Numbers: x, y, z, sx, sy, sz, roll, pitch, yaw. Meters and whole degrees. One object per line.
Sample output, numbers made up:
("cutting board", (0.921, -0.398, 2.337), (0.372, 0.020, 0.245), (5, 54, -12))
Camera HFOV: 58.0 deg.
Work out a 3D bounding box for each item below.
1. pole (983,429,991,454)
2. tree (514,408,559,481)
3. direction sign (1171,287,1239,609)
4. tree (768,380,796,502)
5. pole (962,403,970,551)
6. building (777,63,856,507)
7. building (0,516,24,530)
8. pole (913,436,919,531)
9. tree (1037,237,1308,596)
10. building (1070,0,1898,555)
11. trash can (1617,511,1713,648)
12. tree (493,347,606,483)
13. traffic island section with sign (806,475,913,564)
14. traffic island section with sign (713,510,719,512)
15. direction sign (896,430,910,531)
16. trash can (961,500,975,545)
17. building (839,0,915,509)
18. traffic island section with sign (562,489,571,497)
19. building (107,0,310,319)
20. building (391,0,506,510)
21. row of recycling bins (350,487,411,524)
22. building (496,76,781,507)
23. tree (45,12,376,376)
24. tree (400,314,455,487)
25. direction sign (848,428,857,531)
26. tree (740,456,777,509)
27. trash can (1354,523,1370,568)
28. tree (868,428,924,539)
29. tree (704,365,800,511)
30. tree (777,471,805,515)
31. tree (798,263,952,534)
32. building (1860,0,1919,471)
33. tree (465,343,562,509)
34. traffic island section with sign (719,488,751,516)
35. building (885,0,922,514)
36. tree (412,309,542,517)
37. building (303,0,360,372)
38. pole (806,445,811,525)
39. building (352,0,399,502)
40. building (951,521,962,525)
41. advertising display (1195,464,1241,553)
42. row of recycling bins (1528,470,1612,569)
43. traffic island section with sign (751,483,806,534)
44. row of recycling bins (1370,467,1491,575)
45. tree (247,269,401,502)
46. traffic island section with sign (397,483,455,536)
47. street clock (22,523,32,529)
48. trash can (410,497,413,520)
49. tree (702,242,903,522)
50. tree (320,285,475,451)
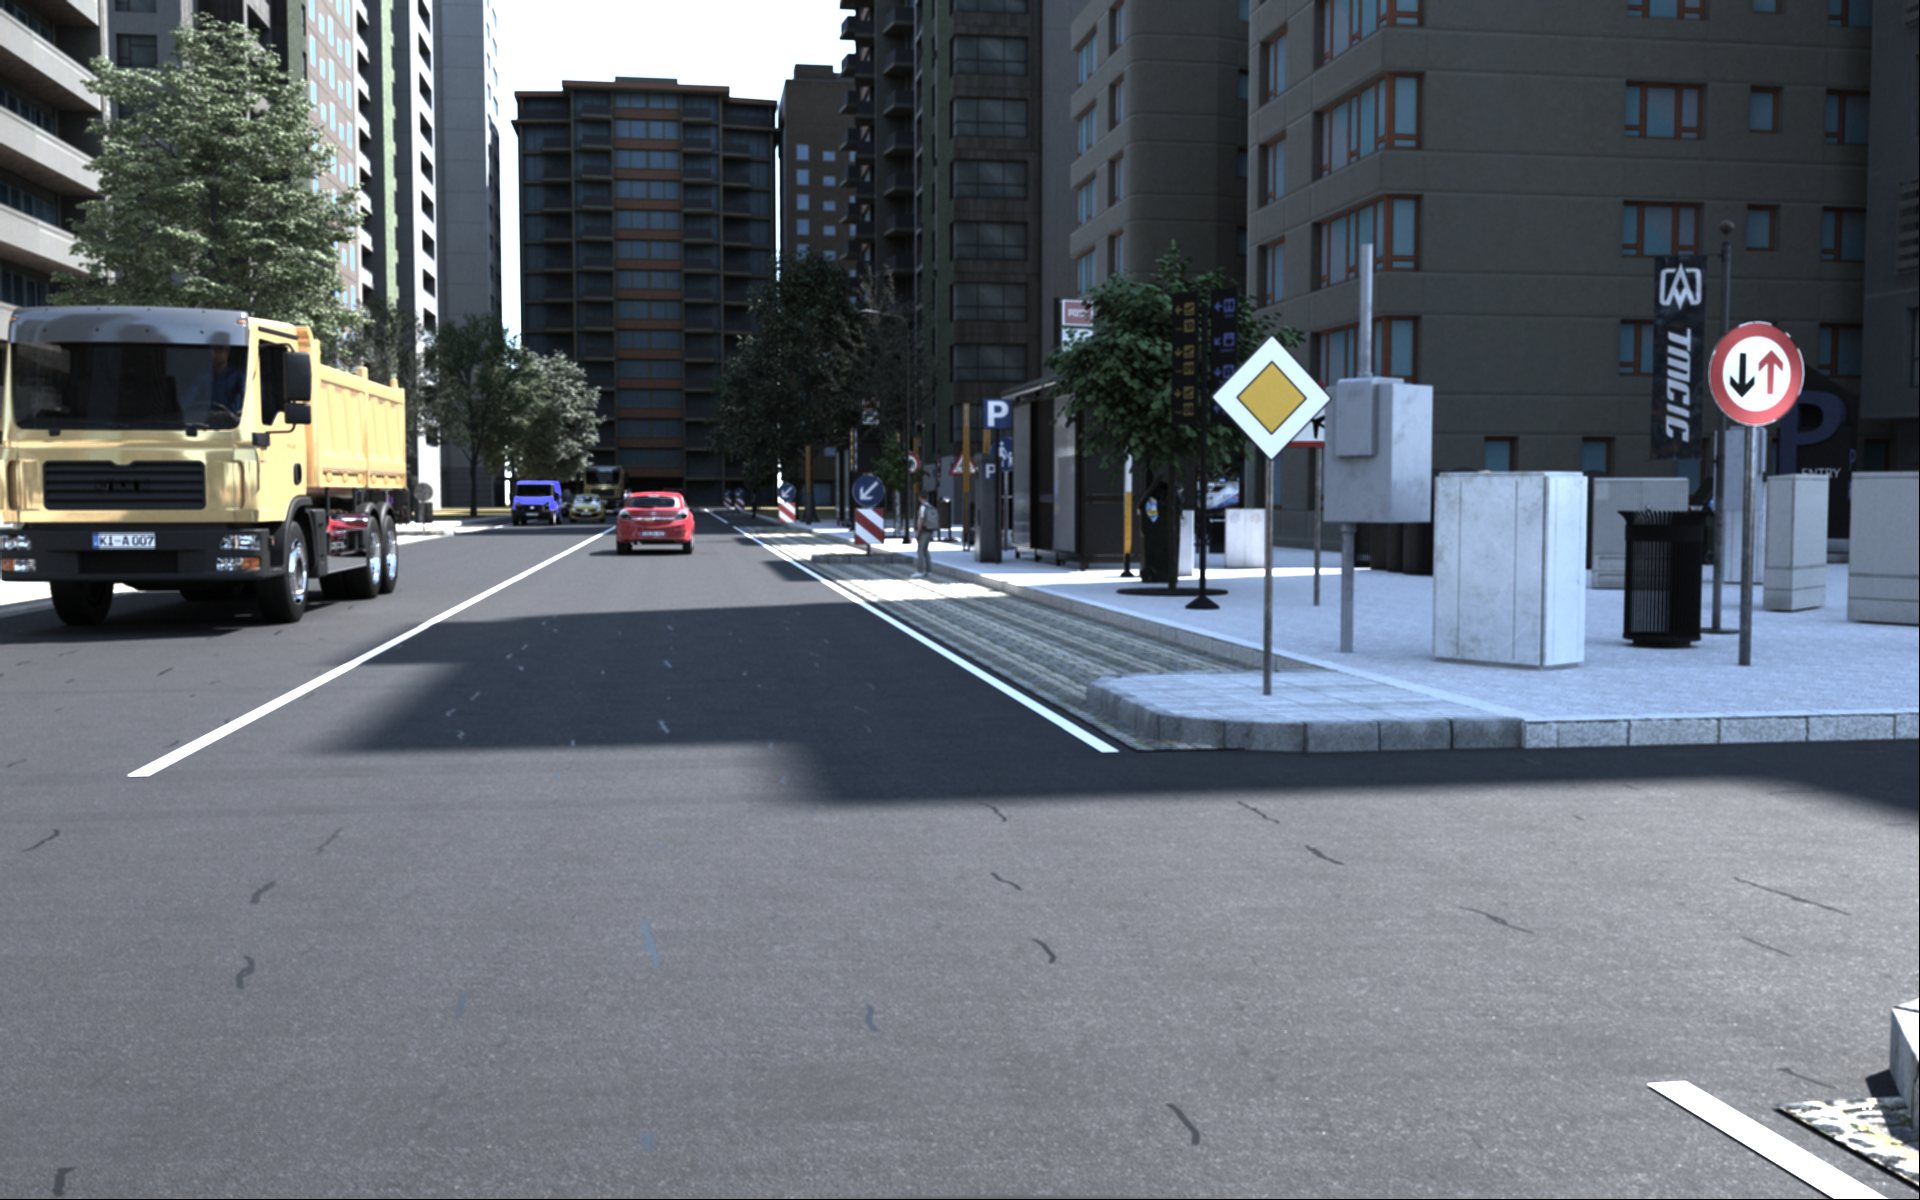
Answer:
("pole", (0.617, -2.809, 39.776), (0.158, 3.312, 0.155), (0, 3, 0))
("tree", (-35.464, -11.797, 143.245), (4.360, 8.622, 3.978), (0, 3, 0))
("direction sign", (2.719, -1.672, 19.329), (0.876, 3.537, 0.379), (3, 5, 44))
("tree", (-10.456, -9.345, 103.157), (4.360, 8.622, 3.978), (0, 3, 0))
("pole", (0.140, -2.762, 38.998), (0.158, 3.312, 0.155), (0, 3, 0))
("building", (-11.802, -32.693, 184.635), (14.200, 45.320, 14.600), (-1, 4, -9))
("building", (-39.781, -26.103, 50.481), (21.300, 48.544, 21.600), (-1, 4, -9))
("pole", (-1.523, -4.067, 60.338), (0.158, 3.312, 0.155), (0, 3, 0))
("tree", (2.723, -2.367, 22.415), (4.285, 4.588, 4.351), (0, 3, 0))
("building", (20.034, -12.659, 52.020), (27.650, 21.520, 28.899), (-1, 4, -9))
("trash can", (5.923, -0.180, 14.590), (0.748, 1.137, 0.748), (0, 3, 0))
("tree", (-36.069, -14.959, 151.233), (9.857, 13.997, 8.962), (0, 3, 0))
("traffic island section with sign", (-2.088, -1.682, 36.128), (1.989, 1.847, 2.006), (-1, 4, -9))
("traffic island section with sign", (-18.758, -7.964, 138.831), (1.989, 1.847, 2.006), (-1, 4, -9))
("direction sign", (-2.048, -4.217, 60.940), (0.379, 3.537, 0.876), (3, 4, 36))
("trash can", (0.388, -1.952, 43.576), (0.748, 1.137, 0.748), (0, 3, 0))
("building", (1.816, -29.707, 140.329), (22.147, 44.769, 28.867), (-1, 4, -9))
("traffic island section with sign", (-31.150, -7.878, 137.430), (1.989, 1.847, 2.006), (-1, 4, -9))
("building", (-41.452, -19.297, 87.204), (14.160, 30.474, 14.107), (-1, 4, -9))
("building", (-62.101, -38.949, 178.823), (28.212, 58.520, 21.231), (-1, 4, -9))
("row of recycling bins", (-25.438, -4.109, 74.297), (3.534, 1.692, 1.069), (-1, 4, -23))
("building", (-33.858, -32.421, 184.707), (28.867, 44.769, 22.147), (-1, 4, -9))
("tree", (-17.584, -7.538, 41.381), (7.486, 12.596, 7.792), (0, 3, 0))
("tree", (-22.910, -7.317, 69.988), (4.360, 8.622, 3.978), (0, 3, 0))
("direction sign", (-3.680, -4.147, 59.802), (0.379, 3.537, 0.876), (1, 4, 12))
("tree", (-16.833, -9.852, 144.789), (4.285, 4.588, 4.351), (0, 3, 0))
("trash can", (7.131, -1.148, 30.420), (0.748, 1.137, 0.748), (0, 3, 0))
("tree", (-1.787, -3.411, 50.365), (1.663, 3.219, 1.824), (0, 3, 0))
("tree", (-15.512, -12.564, 131.178), (9.928, 11.665, 9.643), (0, 3, 0))
("tree", (-10.484, -6.982, 108.765), (1.663, 3.219, 1.824), (0, 3, 0))
("tree", (-2.103, -6.376, 54.618), (4.360, 8.622, 3.978), (0, 3, 0))
("building", (26.916, -21.183, 29.935), (14.086, 41.232, 14.154), (-1, 4, -9))
("tree", (-33.949, -12.946, 129.790), (7.486, 12.596, 7.792), (0, 3, 0))
("traffic island section with sign", (-14.432, -6.336, 112.224), (1.989, 1.847, 2.006), (-1, 4, -9))
("building", (6.266, -41.401, 115.165), (20.563, 71.187, 20.611), (-1, 4, -9))
("tree", (-27.311, -10.490, 97.259), (9.928, 11.665, 9.643), (0, 3, 0))
("building", (-43.827, -27.586, 101.135), (14.600, 45.320, 14.200), (-1, 4, -9))
("pole", (-6.353, -4.813, 72.540), (0.158, 3.312, 0.155), (0, 3, 0))
("building", (-45.830, -26.400, 115.236), (14.154, 41.232, 14.086), (-1, 4, -9))
("building", (5.578, -18.810, 79.242), (14.160, 30.474, 14.107), (-1, 4, -9))
("advertising display", (5.580, -1.973, 37.469), (0.974, 1.923, 0.123), (0, 4, 7))
("row of recycling bins", (9.655, -1.421, 30.339), (3.534, 1.692, 1.069), (2, 4, 25))
("traffic island section with sign", (-6.455, -3.328, 63.034), (1.989, 1.847, 2.006), (-1, 4, -9))
("row of recycling bins", (7.557, -1.283, 28.084), (1.069, 1.692, 3.534), (0, 4, -7))
("tree", (-20.675, -6.373, 54.555), (4.360, 8.622, 3.978), (0, 3, 0))
("traffic island section with sign", (-18.584, -3.141, 59.991), (1.989, 1.847, 2.006), (-1, 4, -9))
("street clock", (-15.807, -1.518, 29.391), (0.471, 2.002, 0.358), (0, 4, -1))
("trash can", (-25.821, -4.218, 80.619), (0.748, 1.137, 0.748), (0, 3, 0))
("tree", (-7.015, -9.921, 79.221), (9.611, 12.733, 9.660), (0, 3, 0))
("tree", (-25.378, -8.776, 77.892), (7.601, 10.594, 8.767), (0, 4, 1))
